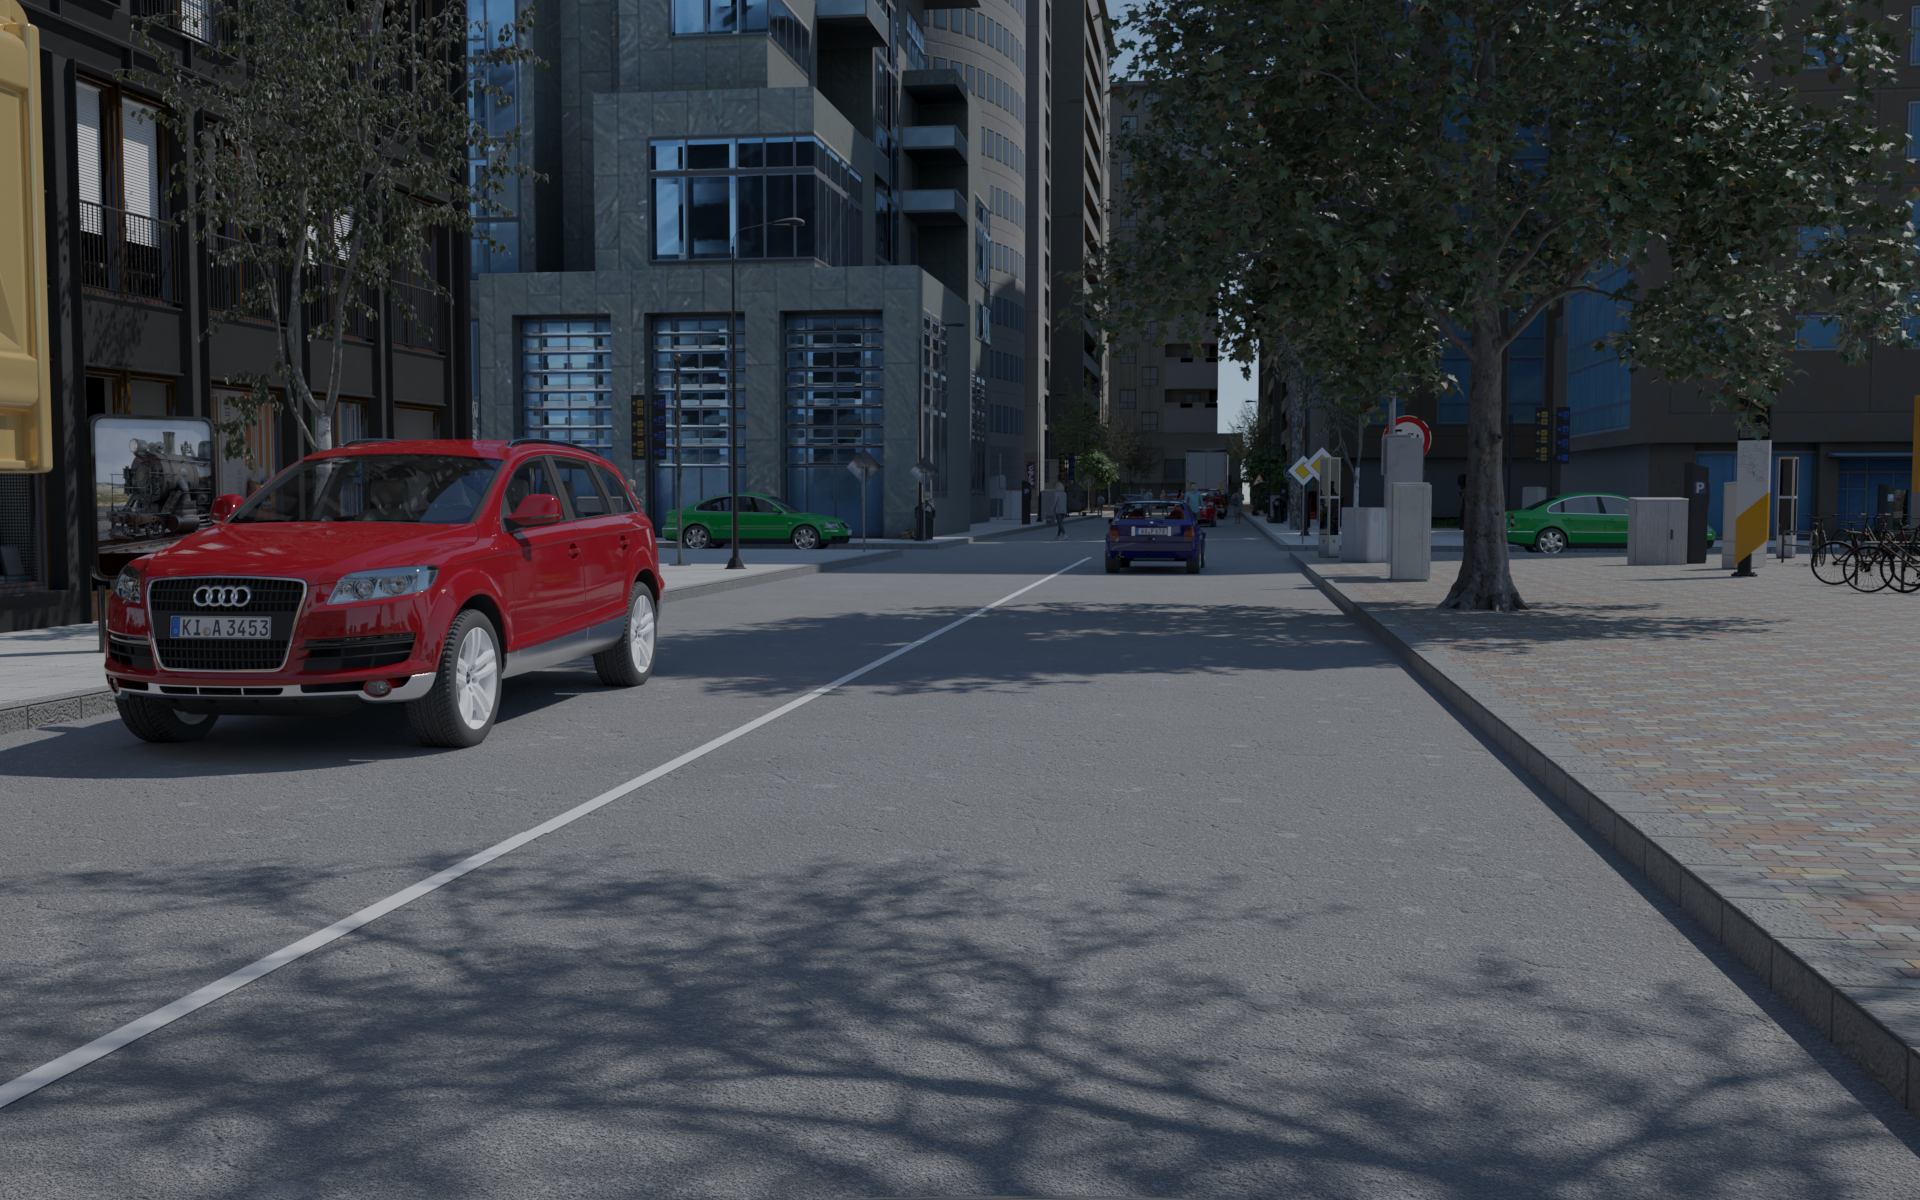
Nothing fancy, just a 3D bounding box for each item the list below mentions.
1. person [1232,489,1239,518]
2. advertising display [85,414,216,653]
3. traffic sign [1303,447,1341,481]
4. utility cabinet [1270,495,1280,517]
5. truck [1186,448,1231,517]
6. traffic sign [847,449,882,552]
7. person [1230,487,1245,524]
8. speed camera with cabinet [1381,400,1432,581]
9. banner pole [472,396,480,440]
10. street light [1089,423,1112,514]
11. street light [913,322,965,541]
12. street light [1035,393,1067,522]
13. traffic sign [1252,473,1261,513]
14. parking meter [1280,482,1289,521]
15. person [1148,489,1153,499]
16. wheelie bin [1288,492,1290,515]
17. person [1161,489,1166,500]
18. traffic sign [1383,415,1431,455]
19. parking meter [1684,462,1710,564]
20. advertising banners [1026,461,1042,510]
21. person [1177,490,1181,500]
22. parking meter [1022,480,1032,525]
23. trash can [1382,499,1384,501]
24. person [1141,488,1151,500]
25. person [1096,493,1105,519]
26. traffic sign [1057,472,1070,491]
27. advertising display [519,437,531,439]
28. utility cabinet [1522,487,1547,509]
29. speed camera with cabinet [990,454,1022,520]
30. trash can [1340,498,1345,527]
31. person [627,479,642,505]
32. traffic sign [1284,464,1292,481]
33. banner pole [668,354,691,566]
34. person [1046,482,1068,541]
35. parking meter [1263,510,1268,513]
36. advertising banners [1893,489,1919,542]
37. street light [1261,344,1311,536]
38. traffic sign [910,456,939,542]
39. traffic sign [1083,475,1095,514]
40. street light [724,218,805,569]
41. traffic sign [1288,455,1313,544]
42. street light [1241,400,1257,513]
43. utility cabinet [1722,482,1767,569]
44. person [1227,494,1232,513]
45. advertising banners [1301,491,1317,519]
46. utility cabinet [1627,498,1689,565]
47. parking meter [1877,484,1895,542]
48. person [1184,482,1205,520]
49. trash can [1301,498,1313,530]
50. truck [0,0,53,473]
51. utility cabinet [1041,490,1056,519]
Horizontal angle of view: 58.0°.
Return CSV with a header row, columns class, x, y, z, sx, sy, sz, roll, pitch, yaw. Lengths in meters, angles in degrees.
class,x,y,z,sx,sy,sz,roll,pitch,yaw
person,16.776,-5.863,105.198,0.563,1.720,0.643,1,4,18
advertising display,-6.619,-0.551,14.229,0.974,1.923,0.123,-3,5,-43
traffic sign,7.709,-2.037,36.941,0.795,2.450,0.064,1,4,8
utility cabinet,16.671,-4.927,91.723,0.306,1.237,1.020,2,4,26
truck,16.082,-7.539,112.182,2.839,4.237,11.283,1,4,10
traffic sign,-2.125,-2.127,38.418,0.795,2.450,0.064,1,4,8
person,13.405,-4.571,83.587,0.716,1.782,0.532,0,4,-7
speed camera with cabinet,6.791,-1.956,26.309,0.660,3.252,2.038,1,4,10
banner pole,-11.034,-3.003,39.119,0.401,3.779,0.863,-3,5,-43
street light,9.130,-8.562,112.532,1.470,5.913,1.316,1,4,8
street light,-0.552,-4.557,47.045,1.470,5.913,1.316,1,4,8
street light,4.199,-6.553,79.686,1.470,5.913,1.316,1,4,8
traffic sign,18.664,-6.611,108.092,0.884,2.594,0.081,1,4,10
parking meter,15.249,-4.635,81.496,0.399,1.863,0.255,1,4,18
person,13.105,-6.769,119.736,0.480,1.755,0.524,-2,4,-26
wheelie bin,20.440,-5.989,105.824,0.980,1.594,0.693,-3,5,-40
person,13.005,-6.182,110.159,0.643,1.750,0.593,0,4,5
traffic sign,7.243,-1.715,28.141,0.768,2.556,0.104,1,4,9
parking meter,13.574,-1.604,31.939,0.399,1.863,0.255,-1,4,-9
advertising banners,4.510,-5.852,91.860,2.074,3.025,0.090,0,4,-1
person,19.818,-9.005,155.686,0.705,1.831,1.348,-1,4,-22
parking meter,2.802,-4.109,72.888,0.399,1.863,0.255,0,4,-3
trash can,11.933,-2.188,47.431,0.748,1.137,0.748,0,3,0
person,10.363,-5.341,96.096,0.793,1.790,0.793,-1,4,-16
person,7.907,-5.309,97.891,0.523,1.515,0.503,2,4,32
traffic sign,5.878,-6.009,98.352,0.768,2.556,0.104,1,4,14
advertising display,-4.973,-0.902,19.959,0.123,1.923,0.974,-1,4,-10
utility cabinet,17.597,-2.714,53.052,0.318,1.500,1.173,0,4,-3
speed camera with cabinet,2.293,-5.597,85.852,0.660,3.252,2.038,3,5,42
trash can,14.527,-3.387,67.034,0.748,1.137,0.748,0,3,0
person,-8.239,-2.150,43.832,0.526,1.800,0.537,0,4,-3
traffic sign,13.820,-4.389,71.860,0.768,2.556,0.104,1,4,12
banner pole,-4.978,-2.492,30.759,0.401,3.779,0.863,-1,4,-13
person,3.032,-2.736,53.408,0.709,1.800,0.728,-3,4,-38
parking meter,20.531,-6.593,116.203,0.372,1.533,0.369,0,3,0
advertising banners,24.704,-2.933,44.138,0.090,3.025,2.074,-3,4,-39
street light,10.041,-4.922,53.011,1.470,5.913,1.316,1,4,8
traffic sign,-0.951,-2.610,46.316,0.795,2.450,0.064,1,4,8
traffic sign,8.440,-6.939,113.557,0.768,2.556,0.104,1,4,10
street light,-3.309,-3.476,29.375,1.470,5.913,1.316,1,4,8
traffic sign,8.883,-2.520,44.840,0.795,2.450,0.064,1,4,8
street light,14.771,-6.918,85.655,1.470,5.913,1.316,1,4,8
utility cabinet,13.501,-1.292,29.802,1.173,1.500,0.318,-3,5,-44
person,19.910,-7.375,129.814,1.217,1.736,0.721,0,4,3
advertising banners,17.778,-5.583,87.462,2.074,3.025,0.090,2,4,33
utility cabinet,12.639,-1.236,31.365,1.020,1.237,0.306,-1,4,-9
parking meter,23.477,-2.173,43.946,0.372,1.533,0.369,0,3,0
person,7.617,-2.932,56.453,0.660,1.820,0.620,-1,4,-12
trash can,12.394,-3.124,62.739,0.748,1.137,0.748,0,3,0
truck,-5.068,-0.337,1.434,3.469,3.379,9.791,1,4,8
utility cabinet,4.543,-4.772,86.706,0.318,1.500,1.173,-2,4,-35
